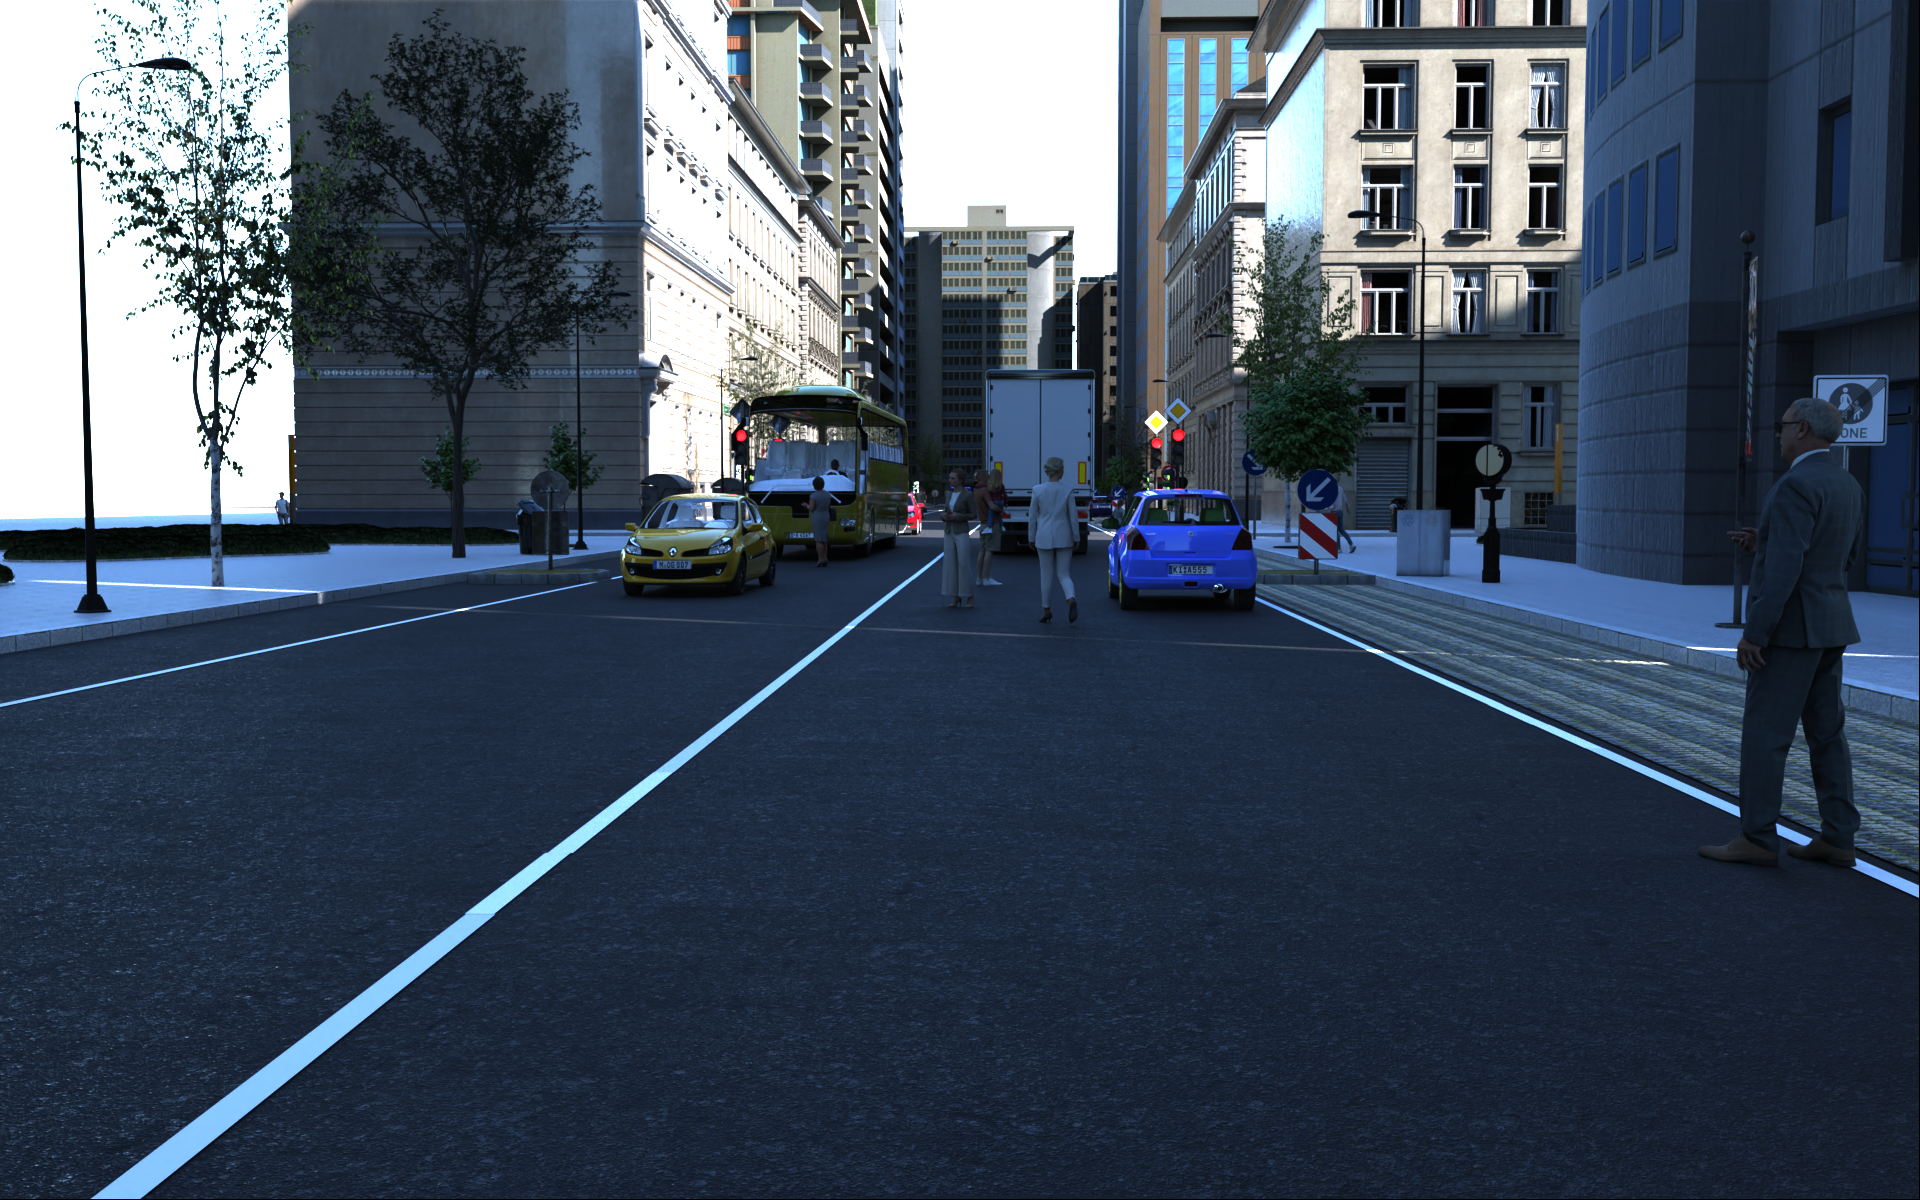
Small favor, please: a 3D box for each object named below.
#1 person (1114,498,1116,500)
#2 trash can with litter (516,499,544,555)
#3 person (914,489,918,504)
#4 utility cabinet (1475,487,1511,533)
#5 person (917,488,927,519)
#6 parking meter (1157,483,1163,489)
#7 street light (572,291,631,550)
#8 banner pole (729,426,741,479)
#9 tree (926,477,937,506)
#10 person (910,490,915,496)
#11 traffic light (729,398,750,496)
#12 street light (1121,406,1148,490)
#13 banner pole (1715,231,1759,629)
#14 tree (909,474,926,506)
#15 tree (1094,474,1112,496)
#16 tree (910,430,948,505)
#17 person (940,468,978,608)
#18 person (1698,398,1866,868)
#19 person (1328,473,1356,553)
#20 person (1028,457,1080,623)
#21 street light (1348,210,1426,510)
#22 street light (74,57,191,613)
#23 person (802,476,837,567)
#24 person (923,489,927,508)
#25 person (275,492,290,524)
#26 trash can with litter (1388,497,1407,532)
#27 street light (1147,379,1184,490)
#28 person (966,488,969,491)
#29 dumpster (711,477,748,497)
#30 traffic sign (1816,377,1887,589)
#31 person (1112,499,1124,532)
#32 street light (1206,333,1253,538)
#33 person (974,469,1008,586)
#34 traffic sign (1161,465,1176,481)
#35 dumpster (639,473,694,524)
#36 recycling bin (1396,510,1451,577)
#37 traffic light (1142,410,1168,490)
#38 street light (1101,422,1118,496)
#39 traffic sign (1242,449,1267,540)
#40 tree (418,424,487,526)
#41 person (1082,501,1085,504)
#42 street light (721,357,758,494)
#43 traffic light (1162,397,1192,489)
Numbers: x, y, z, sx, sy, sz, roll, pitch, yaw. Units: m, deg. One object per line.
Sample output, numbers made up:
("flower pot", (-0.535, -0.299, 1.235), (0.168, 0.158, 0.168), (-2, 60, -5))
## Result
("person", (15.211, -9.945, 170.114), (0.593, 1.643, 0.415), (-2, 4, -29))
("trash can with litter", (-8.948, -1.552, 36.754), (1.055, 1.170, 0.624), (3, 5, 44))
("person", (-3.428, -7.834, 136.685), (0.705, 1.812, 1.348), (0, 4, -5))
("utility cabinet", (17.584, -2.968, 57.198), (1.173, 1.500, 0.318), (-1, 4, -20))
("person", (-2.211, -5.613, 100.380), (0.767, 1.812, 0.694), (-3, 5, -42))
("parking meter", (10.459, -5.199, 90.720), (0.255, 1.863, 0.399), (0, 4, -7))
("street light", (-8.230, -4.115, 39.825), (1.470, 5.913, 1.316), (0, 4, 2))
("banner pole", (-8.329, -4.541, 64.260), (0.401, 3.779, 0.863), (3, 5, 44))
("tree", (-3.556, -12.031, 191.313), (1.663, 3.219, 1.824), (0, 3, 0))
("person", (-4.563, -9.603, 163.996), (0.756, 1.711, 0.436), (-1, 4, -10))
("traffic light", (-6.354, -3.782, 50.759), (0.839, 4.253, 0.868), (0, 4, 2))
("street light", (9.271, -7.244, 90.977), (1.470, 5.913, 1.316), (0, 4, 2))
("banner pole", (7.421, -1.610, 16.346), (0.401, 3.779, 0.863), (1, 4, 16))
("tree", (-4.552, -10.483, 166.001), (1.663, 3.219, 1.824), (0, 3, 0))
("tree", (12.725, -9.506, 150.019), (1.663, 3.219, 1.824), (0, 3, 0))
("tree", (-3.257, -15.669, 206.547), (4.737, 8.622, 4.395), (0, 3, 0))
("person", (-0.054, -0.789, 21.951), (0.519, 1.759, 0.362), (3, 5, 40))
("person", (3.210, 0.116, 6.781), (0.661, 1.801, 0.590), (-3, 5, -39))
("person", (8.324, -1.889, 37.603), (0.598, 1.740, 0.731), (2, 4, 31))
("person", (1.056, -0.653, 19.059), (0.514, 1.842, 0.818), (-1, 4, -16))
("street light", (7.044, -3.422, 28.497), (1.470, 5.913, 1.316), (0, 4, 2))
("street light", (-8.876, -2.817, 18.596), (1.470, 5.913, 1.316), (0, 4, 2))
("person", (-2.746, -1.543, 34.085), (0.716, 1.782, 0.532), (-3, 5, -44))
("person", (-3.084, -8.441, 146.522), (0.705, 1.822, 1.348), (1, 4, 22))
("person", (-22.438, -2.838, 57.495), (0.523, 1.515, 0.503), (3, 4, 39))
("trash can with litter", (14.526, -2.840, 57.814), (0.624, 1.170, 1.055), (0, 4, -1))
("street light", (8.494, -5.976, 70.250), (1.470, 5.913, 1.316), (0, 4, 2))
("person", (0.402, -5.723, 102.172), (0.767, 1.812, 0.694), (0, 4, 4))
("dumpster", (-8.061, -3.389, 61.171), (1.264, 1.857, 1.865), (0, 4, 2))
("traffic sign", (7.654, -0.785, 14.967), (0.606, 2.300, 0.079), (0, 4, 6))
("person", (4.310, -2.088, 46.921), (0.425, 1.301, 0.394), (2, 4, 30))
("street light", (7.802, -4.751, 50.218), (1.470, 5.913, 1.316), (0, 4, 2))
("person", (0.465, -1.145, 27.198), (0.580, 1.828, 0.573), (1, 4, 22))
("traffic sign", (9.163, -4.621, 75.667), (0.768, 2.556, 0.104), (1, 4, 11))
("dumpster", (-8.409, -2.679, 49.561), (1.264, 1.857, 1.865), (0, 4, 2))
("recycling bin", (7.306, -0.901, 27.291), (0.722, 1.027, 0.722), (2, 4, 24))
("traffic light", (6.576, -4.245, 58.320), (0.839, 4.253, 0.868), (0, 4, 2))
("street light", (9.921, -8.545, 112.249), (1.470, 5.913, 1.316), (0, 4, 2))
("traffic sign", (8.262, -2.961, 48.512), (0.768, 2.556, 0.104), (0, 4, 5))
("tree", (-14.206, -3.260, 47.901), (1.663, 3.219, 1.824), (0, 3, 0))
("person", (13.183, -10.958, 185.234), (1.348, 1.821, 0.705), (1, 4, 12))
("street light", (-7.545, -5.278, 58.833), (1.470, 5.913, 1.316), (0, 4, 2))
("traffic light", (6.300, -3.756, 50.339), (0.839, 4.253, 0.868), (0, 4, 2))
